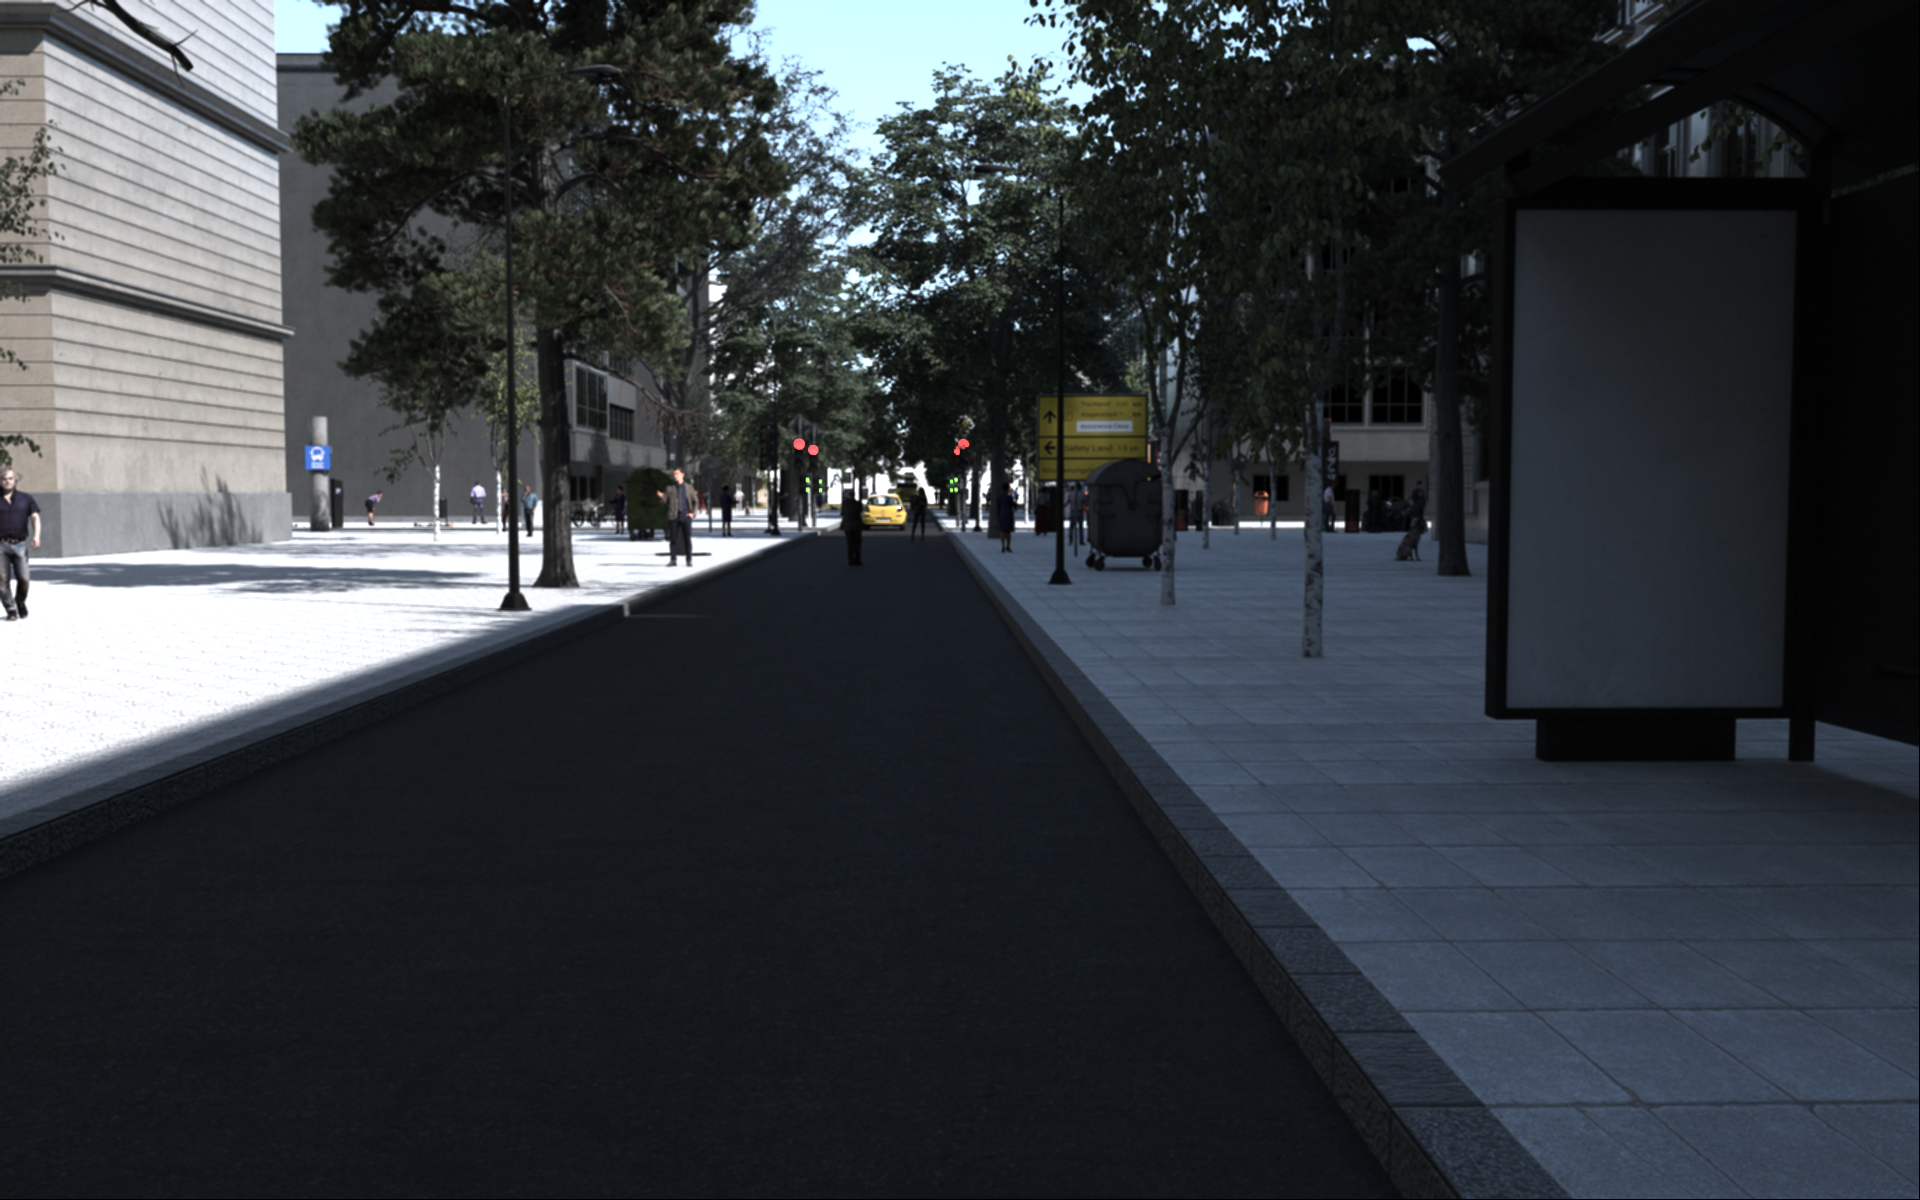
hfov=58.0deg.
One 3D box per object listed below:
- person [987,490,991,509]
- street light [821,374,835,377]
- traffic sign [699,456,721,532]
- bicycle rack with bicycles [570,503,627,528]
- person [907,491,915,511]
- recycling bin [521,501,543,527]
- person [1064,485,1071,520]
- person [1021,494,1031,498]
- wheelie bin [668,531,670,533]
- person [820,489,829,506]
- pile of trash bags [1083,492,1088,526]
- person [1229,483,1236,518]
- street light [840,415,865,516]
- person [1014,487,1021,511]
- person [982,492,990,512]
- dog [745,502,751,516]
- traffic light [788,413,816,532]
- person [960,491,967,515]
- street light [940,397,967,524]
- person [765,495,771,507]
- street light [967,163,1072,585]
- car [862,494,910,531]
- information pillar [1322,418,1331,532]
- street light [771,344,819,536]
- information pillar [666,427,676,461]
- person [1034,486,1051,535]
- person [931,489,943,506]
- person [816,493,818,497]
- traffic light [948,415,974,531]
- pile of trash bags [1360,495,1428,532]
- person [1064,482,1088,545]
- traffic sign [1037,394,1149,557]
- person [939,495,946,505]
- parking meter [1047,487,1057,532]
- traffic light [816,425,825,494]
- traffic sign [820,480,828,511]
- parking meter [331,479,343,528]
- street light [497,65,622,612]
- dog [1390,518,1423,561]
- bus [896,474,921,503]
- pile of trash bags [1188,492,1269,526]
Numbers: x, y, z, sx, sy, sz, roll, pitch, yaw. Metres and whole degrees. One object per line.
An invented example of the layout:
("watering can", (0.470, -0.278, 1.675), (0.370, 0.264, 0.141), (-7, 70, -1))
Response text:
("person", (2.596, -8.771, 150.250), (0.742, 1.727, 0.445), (-3, 5, -44))
("street light", (-5.518, -5.786, 67.145), (1.470, 5.913, 1.316), (0, 4, -1))
("traffic sign", (-8.429, -3.567, 58.427), (0.768, 2.556, 0.104), (0, 4, 0))
("bicycle rack with bicycles", (-14.237, -3.291, 67.187), (2.852, 0.926, 2.925), (2, 4, 34))
("person", (-4.105, -8.305, 145.097), (0.742, 1.727, 0.445), (0, 4, -4))
("recycling bin", (-16.559, -3.341, 67.176), (0.722, 1.027, 0.722), (-2, 4, -33))
("person", (5.295, -4.812, 85.387), (0.621, 1.740, 0.551), (1, 4, 16))
("person", (6.558, -10.095, 171.615), (1.217, 1.766, 0.721), (-3, 4, -39))
("wheelie bin", (-9.079, -2.971, 56.488), (0.693, 1.594, 0.980), (2, 4, 30))
("person", (-14.851, -11.125, 188.024), (1.350, 1.814, 0.705), (-1, 4, -18))
("pile of trash bags", (6.520, -3.653, 69.482), (3.447, 1.369, 1.912), (1, 4, 11))
("person", (11.527, -4.055, 72.889), (0.434, 1.755, 0.990), (1, 4, 18))
("street light", (-6.367, -7.889, 101.526), (1.470, 5.913, 1.316), (0, 4, -1))
("person", (4.434, -7.764, 132.847), (0.599, 1.838, 0.709), (0, 4, -6))
("person", (1.853, -7.181, 126.644), (0.628, 1.438, 0.799), (1, 4, 10))
("dog", (-12.612, -5.459, 103.641), (0.513, 0.831, 0.800), (3, 5, 41))
("traffic light", (-5.456, -4.282, 59.260), (0.839, 4.213, 0.868), (0, 4, -1))
("person", (0.202, -6.015, 106.926), (0.480, 1.512, 0.613), (1, 4, 18))
("street light", (0.057, -5.306, 59.292), (1.470, 5.913, 1.316), (0, 4, -1))
("person", (-18.824, -10.063, 171.095), (1.217, 1.766, 0.721), (2, 4, 32))
("street light", (0.885, -3.179, 24.520), (1.470, 5.913, 1.316), (0, 4, -1))
("car", (-3.011, -3.614, 69.318), (2.015, 1.641, 3.980), (0, 4, -1))
("information pillar", (12.365, -4.282, 59.392), (0.750, 3.857, 0.750), (1, 4, 16))
("street light", (-5.171, -4.955, 53.554), (1.470, 5.913, 1.316), (0, 4, -1))
("information pillar", (-11.074, -4.779, 67.508), (0.750, 3.857, 0.750), (-1, 4, -19))
("person", (2.570, -2.779, 53.951), (0.523, 1.526, 0.387), (0, 4, 3))
("person", (-2.504, -10.910, 184.052), (1.348, 1.869, 0.705), (0, 4, 4))
("person", (-14.903, -10.621, 180.377), (0.721, 1.739, 1.217), (2, 4, 31))
("traffic light", (0.103, -4.292, 59.413), (0.839, 4.213, 0.868), (0, 4, -1))
("pile of trash bags", (15.407, -3.003, 58.844), (3.447, 1.369, 1.912), (0, 4, 7))
("person", (2.949, -2.174, 43.540), (0.963, 1.587, 0.435), (0, 4, 1))
("traffic sign", (2.693, -2.534, 35.303), (2.265, 3.308, 0.079), (0, 4, 7))
("person", (-2.304, -11.908, 200.718), (1.348, 1.826, 0.705), (0, 4, 7))
("parking meter", (3.120, -3.057, 58.397), (0.372, 1.533, 0.369), (0, 3, 0))
("traffic light", (-5.653, -4.771, 67.243), (0.839, 4.213, 0.868), (0, 4, -1))
("traffic sign", (-10.189, -7.803, 127.584), (0.884, 2.594, 0.081), (0, 4, 3))
("parking meter", (-23.704, -3.683, 65.924), (0.255, 1.863, 0.399), (3, 5, 43))
("street light", (-4.366, -2.836, 18.908), (1.470, 5.913, 1.316), (0, 4, -1))
("dog", (8.547, -1.166, 33.441), (0.800, 0.831, 0.513), (1, 4, 10))
("bus", (-6.346, -13.518, 212.558), (2.896, 3.916, 12.252), (0, 3, 0))
("pile of trash bags", (10.612, -3.633, 69.156), (3.447, 1.369, 1.912), (1, 4, 17))
